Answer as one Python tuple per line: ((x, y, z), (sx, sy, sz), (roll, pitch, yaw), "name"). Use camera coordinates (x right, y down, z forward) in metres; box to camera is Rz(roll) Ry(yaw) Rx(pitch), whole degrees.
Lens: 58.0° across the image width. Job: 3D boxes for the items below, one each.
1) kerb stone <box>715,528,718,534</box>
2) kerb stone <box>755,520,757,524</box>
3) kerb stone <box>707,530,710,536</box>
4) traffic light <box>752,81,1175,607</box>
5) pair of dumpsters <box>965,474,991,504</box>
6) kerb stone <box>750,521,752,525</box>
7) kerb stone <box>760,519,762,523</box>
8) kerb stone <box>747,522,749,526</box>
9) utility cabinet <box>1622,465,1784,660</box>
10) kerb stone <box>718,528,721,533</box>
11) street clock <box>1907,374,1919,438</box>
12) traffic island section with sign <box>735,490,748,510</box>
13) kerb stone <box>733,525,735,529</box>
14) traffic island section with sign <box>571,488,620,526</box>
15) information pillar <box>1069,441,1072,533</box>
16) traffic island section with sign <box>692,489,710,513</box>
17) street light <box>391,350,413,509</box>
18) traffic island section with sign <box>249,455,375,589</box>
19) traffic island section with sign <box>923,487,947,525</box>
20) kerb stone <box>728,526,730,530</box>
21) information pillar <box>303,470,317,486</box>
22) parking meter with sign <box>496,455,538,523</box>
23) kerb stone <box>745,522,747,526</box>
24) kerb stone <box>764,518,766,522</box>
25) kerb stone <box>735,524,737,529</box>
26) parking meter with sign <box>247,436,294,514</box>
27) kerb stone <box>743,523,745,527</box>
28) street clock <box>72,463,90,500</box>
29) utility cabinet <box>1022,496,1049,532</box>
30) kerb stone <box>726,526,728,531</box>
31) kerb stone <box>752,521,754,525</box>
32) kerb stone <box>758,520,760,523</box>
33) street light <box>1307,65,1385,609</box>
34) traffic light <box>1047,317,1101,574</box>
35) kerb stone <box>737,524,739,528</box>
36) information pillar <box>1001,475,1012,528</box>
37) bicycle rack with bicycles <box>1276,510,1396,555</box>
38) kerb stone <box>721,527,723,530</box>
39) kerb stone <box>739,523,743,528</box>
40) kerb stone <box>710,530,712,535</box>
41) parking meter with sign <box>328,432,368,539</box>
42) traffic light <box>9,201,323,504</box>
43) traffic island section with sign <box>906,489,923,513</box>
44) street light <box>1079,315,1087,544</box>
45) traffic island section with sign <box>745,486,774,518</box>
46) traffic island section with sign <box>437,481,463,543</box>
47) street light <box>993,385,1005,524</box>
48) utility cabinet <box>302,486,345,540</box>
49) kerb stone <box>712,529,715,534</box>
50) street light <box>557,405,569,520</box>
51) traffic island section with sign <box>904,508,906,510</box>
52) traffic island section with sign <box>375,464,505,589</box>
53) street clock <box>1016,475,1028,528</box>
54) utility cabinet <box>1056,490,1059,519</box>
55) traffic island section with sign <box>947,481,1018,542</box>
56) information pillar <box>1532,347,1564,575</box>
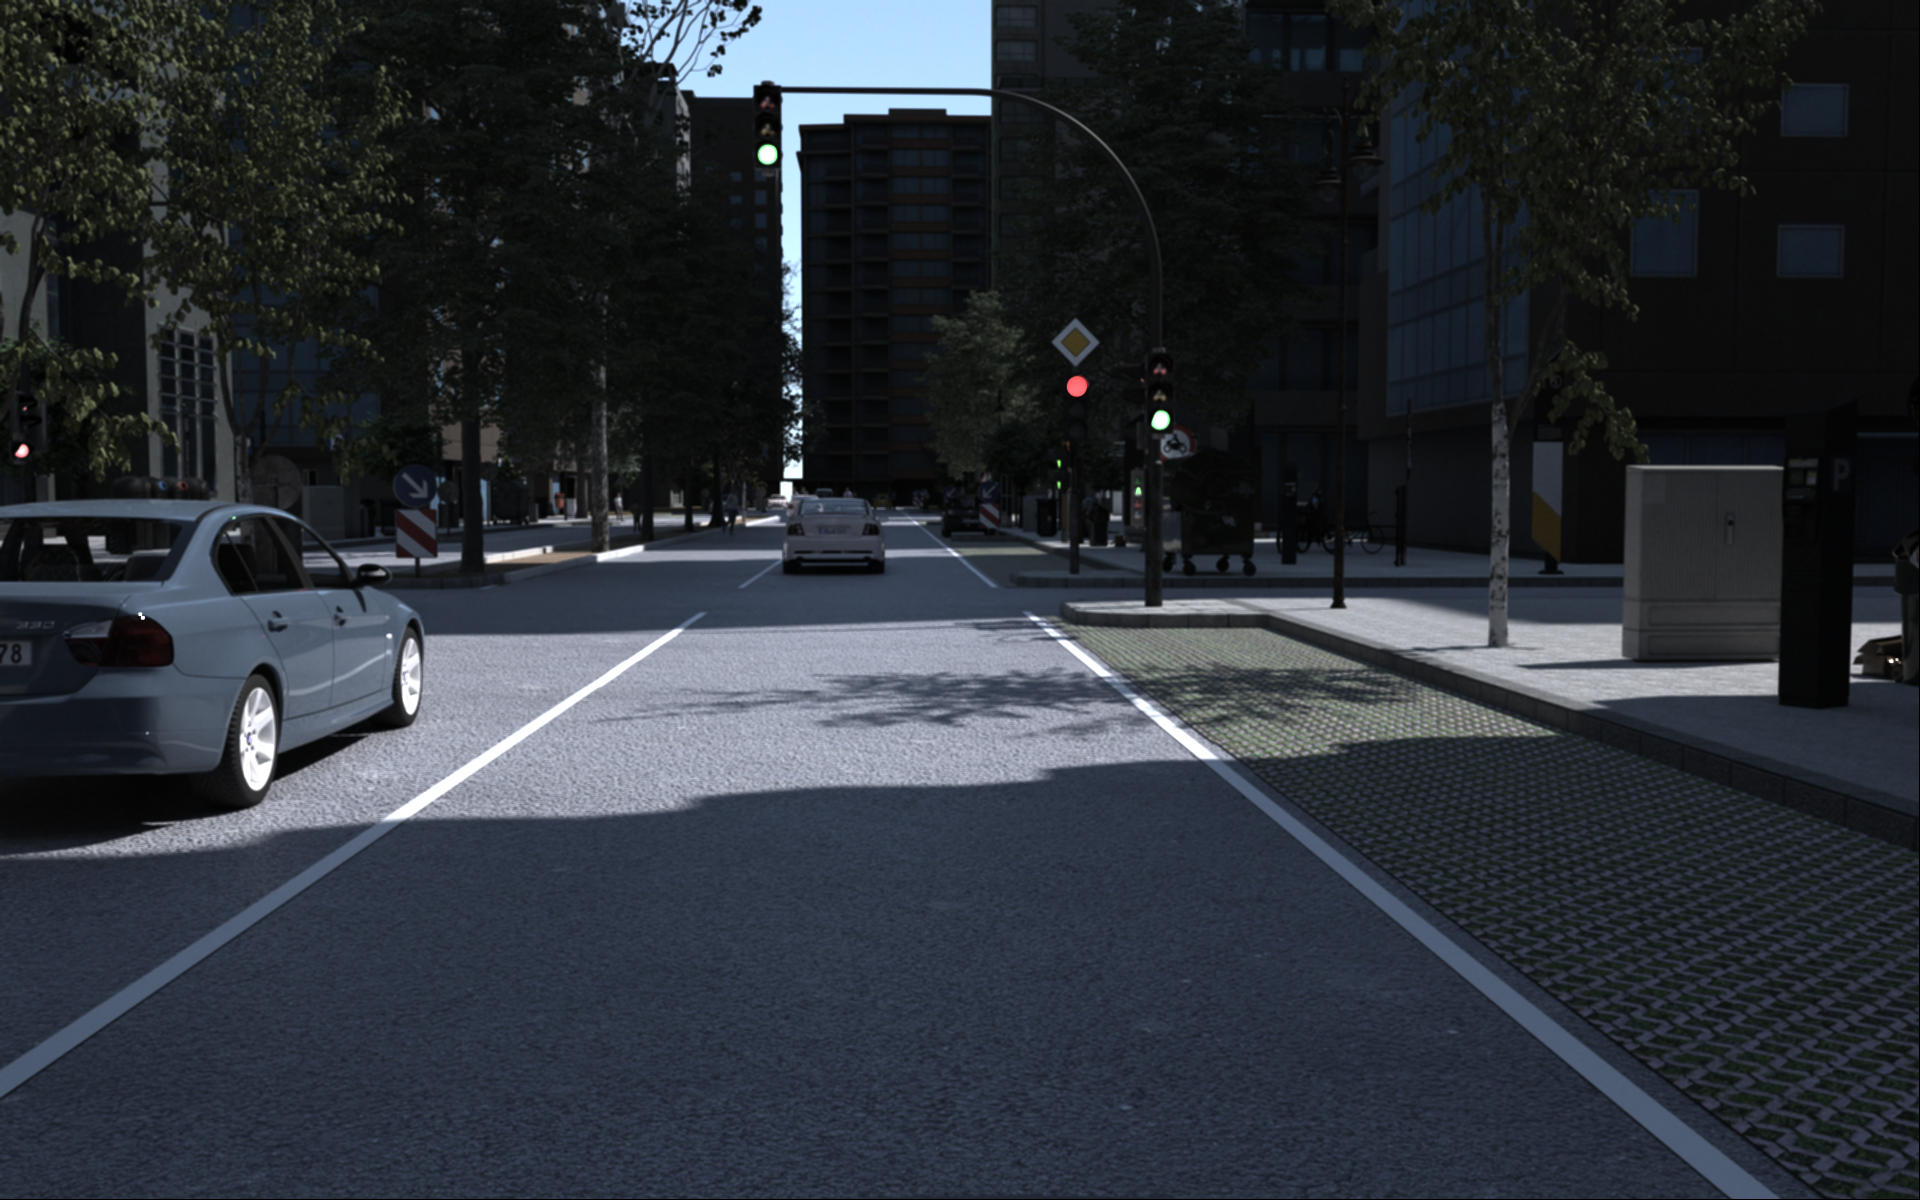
((-8.881, -2.446, 62.193), (0.120, 0.150, 1.000), (0, 4, -3), "kerb stone")
((-9.792, -3.634, 81.636), (0.120, 0.150, 1.000), (0, 4, -3), "kerb stone")
((-8.734, -2.258, 59.119), (0.120, 0.150, 1.000), (0, 4, -3), "kerb stone")
((0.099, -2.740, 19.462), (4.771, 5.953, 1.251), (0, 4, -3), "traffic light")
((1.164, -5.228, 87.967), (1.574, 2.255, 4.437), (0, 4, -3), "pair of dumpsters")
((-9.644, -3.446, 78.562), (0.120, 0.150, 1.000), (0, 4, -3), "kerb stone")
((-9.924, -3.823, 84.702), (0.120, 0.150, 1.000), (0, 4, -3), "kerb stone")
((-9.539, -3.318, 76.518), (0.120, 0.150, 1.000), (0, 4, -3), "kerb stone")
((5.731, -0.282, 13.282), (1.173, 1.500, 0.318), (0, 4, -4), "utility cabinet")
((-8.934, -2.508, 63.216), (0.120, 0.150, 1.000), (0, 4, -3), "kerb stone")
((5.325, -0.287, 9.269), (0.471, 2.002, 0.358), (3, 4, 37), "street clock")
((-20.130, -8.991, 155.636), (1.989, 1.847, 2.006), (0, 4, -3), "traffic island section with sign")
((-9.220, -2.884, 69.356), (0.120, 0.150, 1.000), (0, 4, -3), "kerb stone")
((-16.597, -4.312, 79.132), (1.989, 1.847, 2.006), (0, 4, -3), "traffic island section with sign")
((3.524, -3.927, 55.559), (0.183, 3.616, 0.504), (-1, 4, -19), "information pillar")
((-18.897, -7.344, 128.709), (1.989, 1.847, 2.006), (0, 4, -3), "traffic island section with sign")
((-17.857, -5.066, 55.612), (0.468, 5.910, 1.993), (0, 4, -3), "street light")
((-7.969, -0.700, 19.585), (2.006, 1.907, 1.989), (0, 4, -3), "traffic island section with sign")
((-0.556, -4.369, 80.067), (1.989, 1.847, 2.006), (0, 4, -3), "traffic island section with sign")
((-9.129, -2.759, 67.309), (0.120, 0.150, 1.000), (0, 4, -3), "kerb stone")
((-19.575, -2.919, 52.222), (0.304, 2.012, 0.304), (3, 5, 41), "information pillar")
((-19.779, -4.967, 77.466), (1.738, 3.016, 0.543), (0, 4, 2), "parking meter with sign")
((-9.503, -3.257, 75.496), (0.120, 0.150, 1.000), (0, 4, -3), "kerb stone")
((-10.068, -4.011, 87.773), (0.120, 0.150, 1.000), (0, 4, -3), "kerb stone")
((-9.268, -2.947, 70.377), (0.120, 0.150, 1.000), (0, 4, -3), "kerb stone")
((-21.153, -3.465, 52.909), (0.543, 3.016, 1.738), (1, 4, 22), "parking meter with sign")
((-9.452, -3.198, 74.475), (0.120, 0.150, 1.000), (0, 4, -3), "kerb stone")
((-20.736, -2.222, 40.897), (0.471, 2.002, 0.358), (3, 5, 42), "street clock")
((2.530, -2.879, 58.226), (0.306, 1.237, 1.020), (-3, 4, -38), "utility cabinet")
((-9.088, -2.697, 66.283), (0.120, 0.150, 1.000), (0, 4, -3), "kerb stone")
((-9.690, -3.510, 79.583), (0.120, 0.150, 1.000), (0, 4, -3), "kerb stone")
((-9.883, -3.761, 83.681), (0.120, 0.150, 1.000), (0, 4, -3), "kerb stone")
((4.256, -2.845, 19.299), (0.468, 5.910, 1.993), (0, 4, -3), "street light")
((1.817, -2.370, 27.676), (0.839, 4.253, 0.868), (0, 4, -3), "traffic light")
((-9.307, -3.010, 71.404), (0.120, 0.150, 1.000), (0, 4, -3), "kerb stone")
((1.763, -3.733, 65.534), (0.304, 2.012, 0.304), (3, 5, 41), "information pillar")
((7.945, -1.467, 37.365), (2.925, 0.926, 2.852), (-2, 4, -33), "bicycle rack with bicycles")
((-8.984, -2.570, 64.242), (0.120, 0.150, 1.000), (0, 4, -3), "kerb stone")
((-9.411, -3.135, 73.451), (0.120, 0.150, 1.000), (0, 4, -3), "kerb stone")
((-8.794, -2.321, 60.140), (0.120, 0.150, 1.000), (0, 4, -3), "kerb stone")
((-17.530, -3.272, 49.753), (0.543, 3.016, 1.738), (0, 4, 2), "parking meter with sign")
((-12.391, -3.203, 27.041), (4.771, 5.953, 1.251), (0, 4, -3), "traffic light")
((-2.842, -7.404, 129.681), (1.989, 1.847, 2.006), (0, 4, -3), "traffic island section with sign")
((3.123, -4.384, 44.461), (0.468, 5.910, 1.993), (0, 4, -3), "street light")
((-11.778, -5.744, 102.043), (2.006, 1.907, 1.989), (0, 4, -3), "traffic island section with sign")
((-15.332, -2.630, 51.635), (1.989, 1.847, 2.006), (0, 4, -3), "traffic island section with sign")
((1.680, -6.178, 73.801), (0.468, 5.910, 1.993), (0, 4, -3), "street light")
((-17.386, -2.363, 47.322), (0.318, 1.500, 1.173), (2, 4, 28), "utility cabinet")
((-8.840, -2.379, 61.171), (0.120, 0.150, 1.000), (0, 4, -3), "kerb stone")
((-19.261, -6.830, 84.450), (0.468, 5.910, 1.993), (0, 4, -3), "street light")
((-4.089, -9.051, 156.607), (1.989, 1.847, 2.006), (0, 4, -3), "traffic island section with sign")
((-8.301, -1.153, 26.984), (2.006, 1.907, 1.989), (0, 4, -3), "traffic island section with sign")
((2.312, -3.675, 64.662), (0.358, 2.002, 0.471), (3, 5, 43), "street clock")
((5.436, -4.807, 87.272), (1.173, 1.500, 0.318), (2, 4, 28), "utility cabinet")
((0.726, -2.682, 52.477), (1.989, 1.847, 2.006), (0, 4, -3), "traffic island section with sign")
((9.380, -2.217, 27.596), (0.504, 3.616, 0.183), (-1, 4, -12), "information pillar")
